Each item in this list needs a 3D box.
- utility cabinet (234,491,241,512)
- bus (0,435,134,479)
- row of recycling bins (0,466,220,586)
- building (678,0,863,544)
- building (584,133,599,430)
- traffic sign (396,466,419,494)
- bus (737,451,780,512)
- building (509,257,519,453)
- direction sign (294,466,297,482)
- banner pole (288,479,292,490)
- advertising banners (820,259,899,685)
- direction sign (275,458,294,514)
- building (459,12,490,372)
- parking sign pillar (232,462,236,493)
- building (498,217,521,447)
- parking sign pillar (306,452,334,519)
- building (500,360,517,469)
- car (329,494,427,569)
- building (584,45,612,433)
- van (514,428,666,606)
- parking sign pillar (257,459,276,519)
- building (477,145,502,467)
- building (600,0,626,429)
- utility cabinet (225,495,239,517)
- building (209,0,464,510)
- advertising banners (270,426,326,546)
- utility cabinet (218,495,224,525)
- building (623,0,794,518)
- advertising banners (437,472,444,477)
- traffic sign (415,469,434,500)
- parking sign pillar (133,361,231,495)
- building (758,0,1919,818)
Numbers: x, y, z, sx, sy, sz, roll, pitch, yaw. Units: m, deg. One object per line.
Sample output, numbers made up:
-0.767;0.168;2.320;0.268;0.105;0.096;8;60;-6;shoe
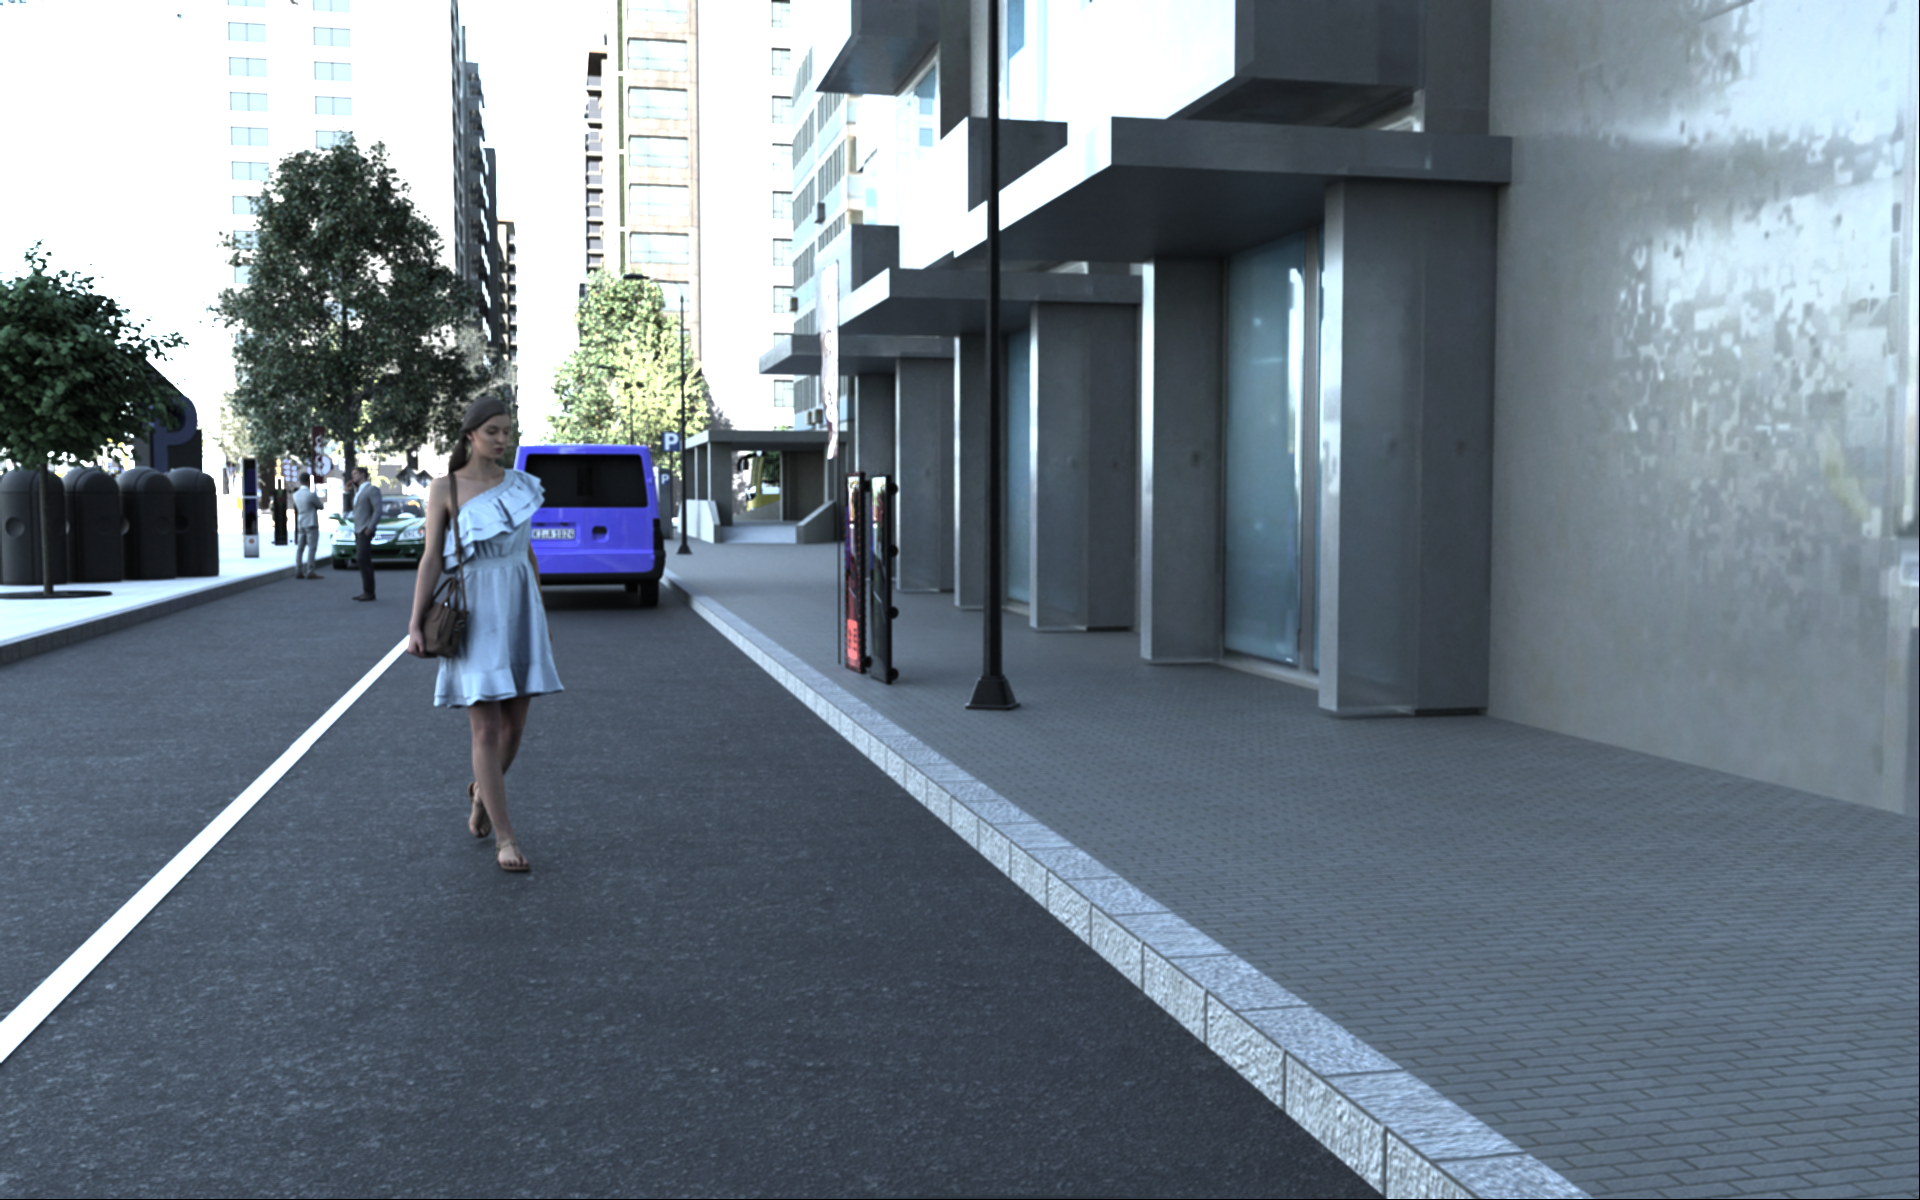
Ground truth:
-49.370;-6.756;119.140;1.173;1.500;0.318;1;4;20;utility cabinet
-35.395;-4.306;61.949;12.252;3.916;2.896;-1;4;-13;bus
-12.551;-1.140;25.754;1.069;1.692;3.534;2;4;25;row of recycling bins
7.691;-22.171;54.380;32.217;40.220;23.993;-1;4;-13;building
-38.592;-34.352;211.758;14.600;45.320;14.200;-1;4;-13;building
-19.532;-3.523;61.238;0.795;2.450;0.064;-1;4;-13;traffic sign
-2.598;-4.741;69.055;12.252;3.916;2.896;-1;4;-12;bus
-79.995;-36.769;284.763;14.154;41.232;14.086;-1;4;-13;building
-43.731;-7.413;113.198;0.876;3.537;0.379;1;4;16;direction sign
-49.898;-8.500;128.992;0.401;3.779;0.863;0;4;-2;banner pole
-0.754;-0.996;12.470;0.090;3.025;2.074;-1;4;-17;advertising banners
-42.248;-7.097;108.032;0.876;3.537;0.379;-1;4;-9;direction sign
-59.019;-33.883;173.600;23.786;49.044;30.456;-1;4;-13;building
-51.894;-8.280;123.850;1.447;3.967;1.447;2;4;33;parking sign pillar
-78.425;-37.210;263.013;22.147;44.769;28.867;-1;4;-13;building
-32.511;-6.088;88.009;1.447;3.967;1.447;-2;4;-25;parking sign pillar
-74.621;-23.822;234.520;27.650;21.520;28.899;-1;4;-13;building
-11.492;-1.411;34.869;2.131;1.459;4.920;-1;4;-13;car
-25.508;-31.582;170.995;22.147;44.769;28.867;-1;4;-13;building
-5.186;-1.177;23.631;2.240;2.365;5.245;-1;4;-14;van
-36.595;-6.282;91.189;1.447;3.967;1.447;1;4;12;parking sign pillar
-59.788;-31.394;196.886;14.154;41.232;14.086;-1;4;-13;building
-31.786;-46.267;194.710;20.563;71.187;20.611;-1;4;-13;building
-41.164;-5.284;97.548;1.020;1.237;0.306;-2;4;-26;utility cabinet
-51.309;-43.434;148.393;20.563;71.187;20.611;-1;4;-13;building
-16.692;-2.910;43.773;0.090;3.025;2.074;1;4;19;advertising banners
-31.107;-3.702;71.686;0.306;1.237;1.020;2;4;35;utility cabinet
-12.162;-20.059;99.662;14.160;30.474;14.107;-1;4;-13;building
-40.517;-8.667;137.898;2.074;3.025;0.090;0;4;-7;advertising banners
-21.338;-3.998;69.017;0.795;2.450;0.064;-1;4;-13;traffic sign
-15.018;-2.716;32.880;1.447;3.967;1.447;1;4;21;parking sign pillar
10.497;-24.407;18.669;23.786;49.044;30.456;-1;4;-13;building
